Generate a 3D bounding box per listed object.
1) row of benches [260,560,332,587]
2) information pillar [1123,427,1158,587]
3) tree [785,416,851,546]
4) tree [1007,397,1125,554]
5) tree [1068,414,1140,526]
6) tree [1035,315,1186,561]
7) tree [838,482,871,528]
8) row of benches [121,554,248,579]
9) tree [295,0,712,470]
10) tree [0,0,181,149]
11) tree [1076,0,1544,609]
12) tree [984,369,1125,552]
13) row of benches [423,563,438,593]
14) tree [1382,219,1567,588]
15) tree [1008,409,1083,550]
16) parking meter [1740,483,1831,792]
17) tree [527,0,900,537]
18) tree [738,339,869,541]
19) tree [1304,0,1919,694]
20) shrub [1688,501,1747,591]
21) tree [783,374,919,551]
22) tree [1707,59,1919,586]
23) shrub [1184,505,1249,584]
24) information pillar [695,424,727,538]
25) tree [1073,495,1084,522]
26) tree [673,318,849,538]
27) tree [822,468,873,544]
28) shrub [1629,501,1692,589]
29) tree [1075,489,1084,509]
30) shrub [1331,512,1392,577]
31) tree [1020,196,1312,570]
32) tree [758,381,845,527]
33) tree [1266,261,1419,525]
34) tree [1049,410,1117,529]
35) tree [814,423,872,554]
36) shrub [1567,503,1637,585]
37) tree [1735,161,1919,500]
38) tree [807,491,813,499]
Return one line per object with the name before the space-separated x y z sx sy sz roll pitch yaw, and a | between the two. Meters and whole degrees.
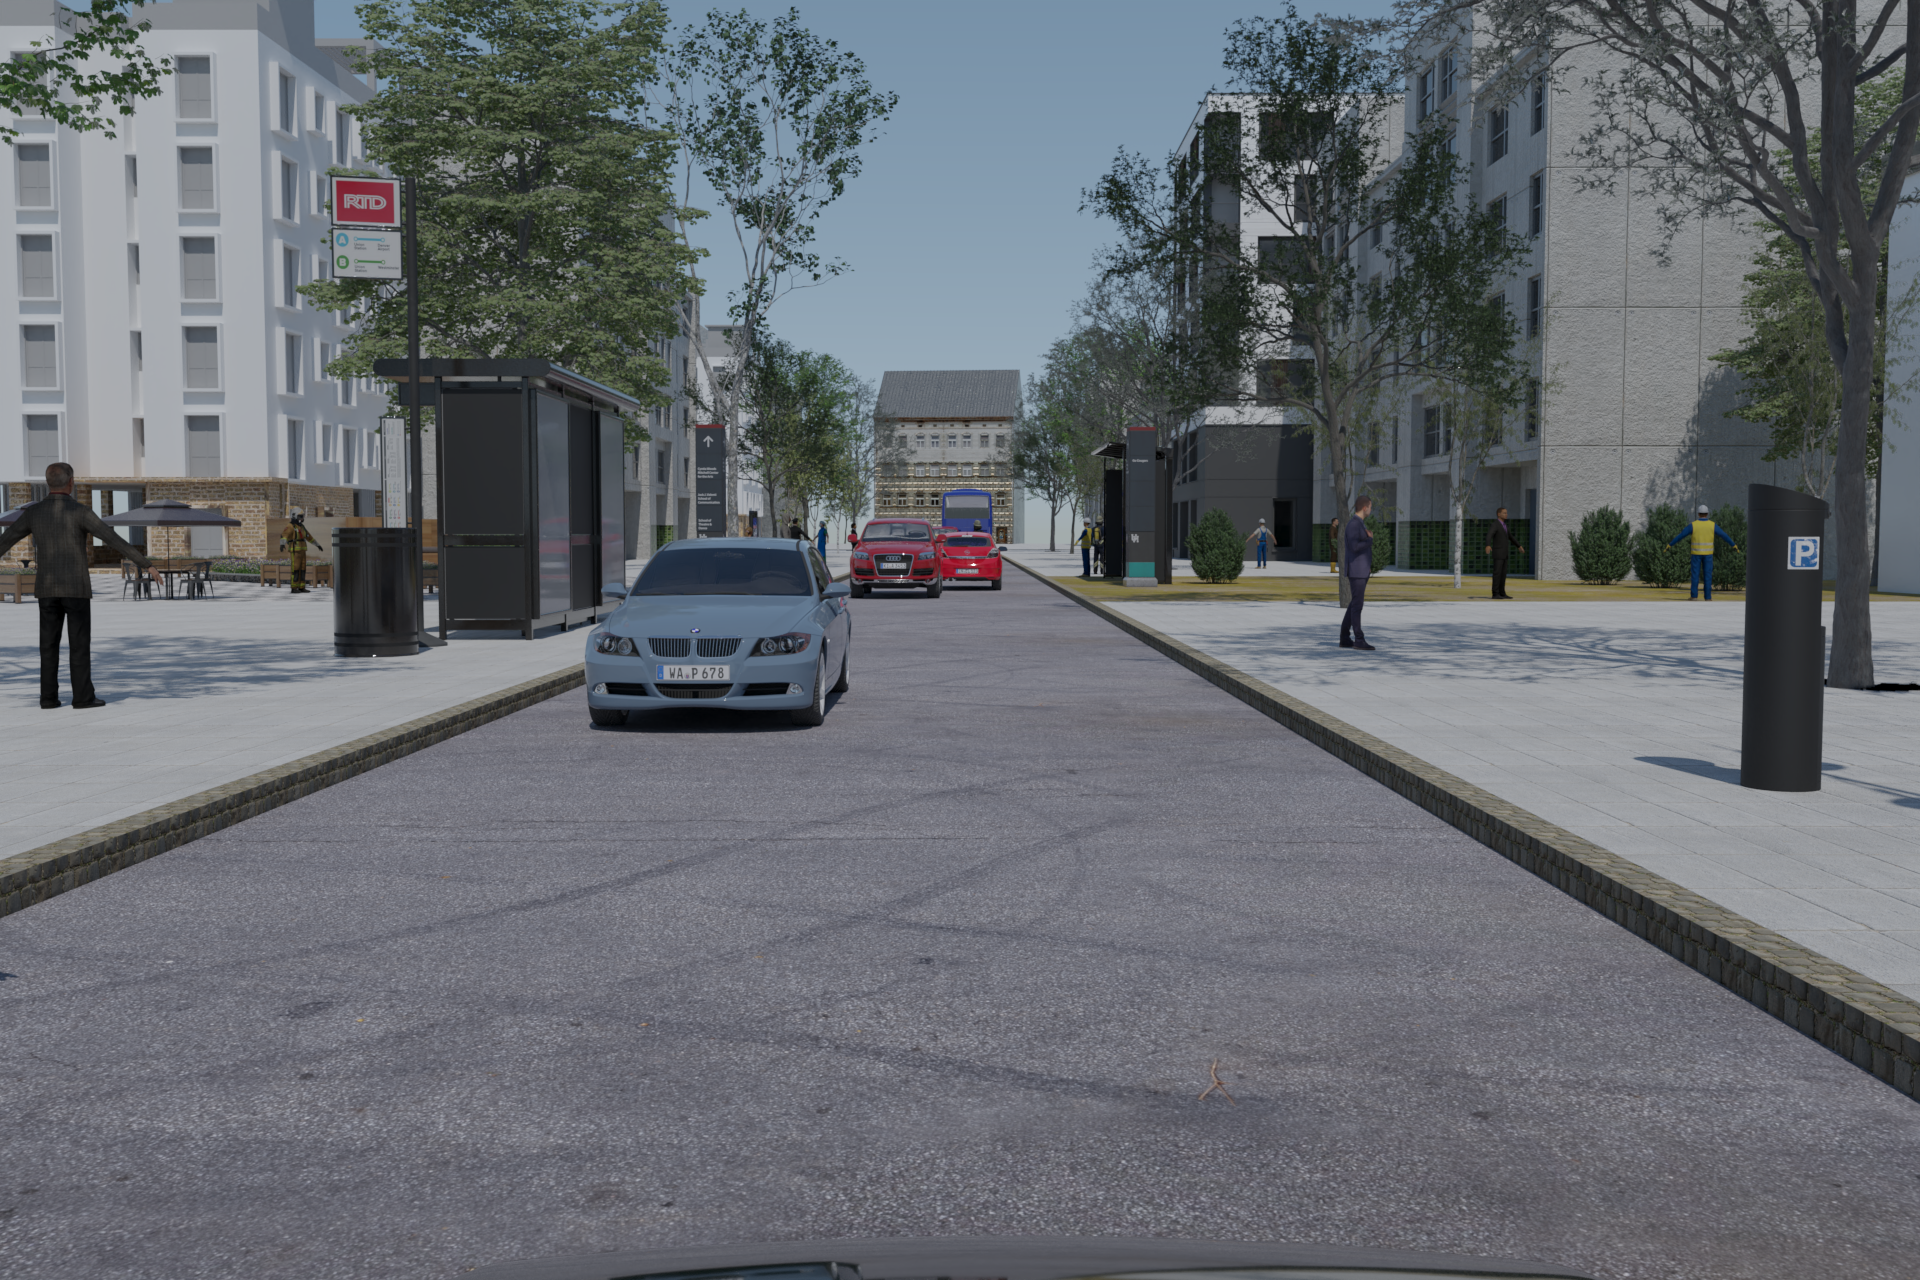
row of benches | -15.001 -1.659 42.582 4.104 0.672 1.422 0 4 -3
information pillar | 4.390 -3.226 42.119 0.750 3.857 0.750 0 4 -2
tree | -8.528 -9.262 101.798 4.737 8.622 4.395 0 3 0
tree | 7.141 -10.772 110.535 8.767 10.594 7.601 0 4 4
tree | 7.227 -8.555 90.233 4.360 8.622 3.978 0 3 0
tree | 7.106 -9.546 81.835 9.928 11.665 9.643 0 3 0
tree | -13.681 -16.699 223.388 4.737 8.622 4.395 0 3 0
row of benches | -22.950 -2.208 51.557 1.422 0.672 4.104 2 4 27
tree | -8.290 -6.989 32.390 7.486 12.596 7.792 0 3 0
tree | -8.042 -5.228 11.240 9.928 11.665 9.643 0 3 0
tree | 6.509 -5.840 29.891 8.767 10.594 7.601 -3 5 -39
tree | 6.853 -13.117 124.840 12.009 13.543 11.850 0 3 0
row of benches | -11.072 -1.325 37.133 4.104 0.672 1.422 1 4 23
tree | 11.597 -5.542 40.970 4.360 8.622 3.978 0 3 0
tree | 7.481 -12.944 137.386 9.928 11.665 9.643 0 3 0
parking meter | 4.161 -0.020 8.739 0.372 1.533 0.369 0 3 0
tree | -8.843 -12.525 60.673 12.611 20.169 13.585 0 3 0
tree | -8.319 -10.200 92.523 9.928 11.665 9.643 0 3 0
tree | 7.404 -6.352 14.218 12.009 13.543 11.850 0 3 0
shrub | 17.291 -2.114 38.980 1.690 2.028 1.600 0 3 0
tree | -7.917 -13.459 130.417 12.009 13.543 11.850 0 3 0
tree | 22.543 -7.616 42.653 7.486 12.596 7.792 0 3 0
shrub | 6.613 -2.457 44.592 1.690 2.028 1.600 0 3 0
information pillar | -5.909 -3.166 41.141 0.750 3.857 0.750 0 3 0
tree | 17.080 -17.162 230.962 4.737 8.622 4.395 0 3 0
tree | -8.200 -8.560 74.364 7.601 10.594 8.767 1 4 16
tree | -14.984 -18.100 230.351 7.601 10.594 8.767 1 4 8
shrub | 16.724 -2.263 41.036 1.661 2.075 1.752 0 3 0
tree | 18.510 -18.202 223.364 9.928 11.665 9.643 0 3 0
shrub | 11.813 -2.868 50.929 1.661 2.075 1.752 0 3 0
tree | 7.419 -9.286 62.201 12.009 13.543 11.850 0 3 0
tree | -7.939 -8.173 83.992 4.737 8.622 4.395 0 3 0
tree | 10.457 -5.901 46.849 4.360 8.622 3.978 0 3 0
tree | 7.299 -9.118 99.434 4.360 8.622 3.978 0 3 0
tree | -7.970 -10.019 114.177 4.737 8.622 4.395 0 3 0
shrub | 16.176 -2.417 43.560 1.661 2.075 1.752 0 3 0
tree | 16.600 -5.109 33.900 4.360 8.622 3.978 0 3 0
tree | -21.171 -16.813 225.258 4.737 8.622 4.395 0 3 0
